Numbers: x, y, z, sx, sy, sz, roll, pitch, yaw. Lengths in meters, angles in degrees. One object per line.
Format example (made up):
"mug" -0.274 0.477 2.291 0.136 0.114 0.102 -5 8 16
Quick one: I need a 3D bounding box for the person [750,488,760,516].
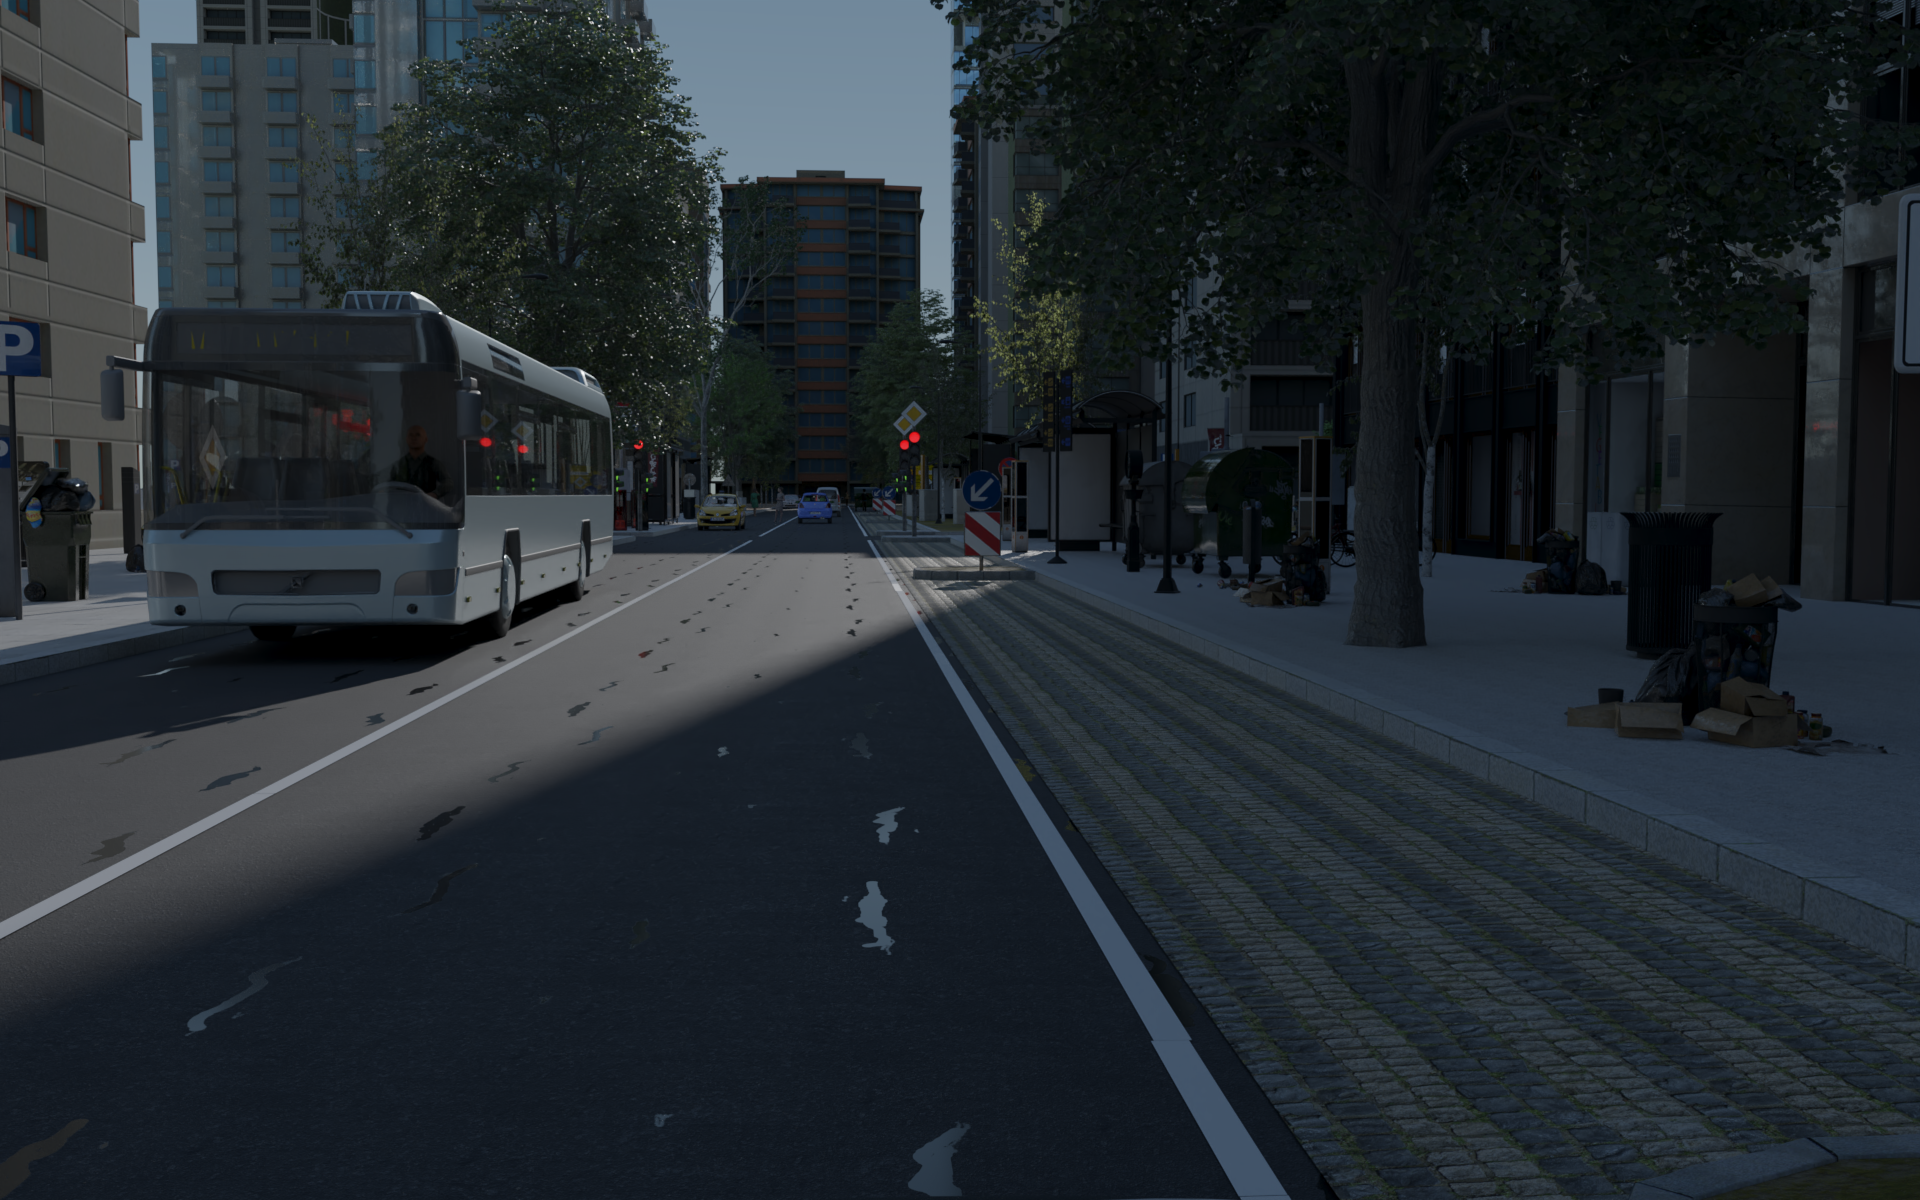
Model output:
"person" -13.175 -6.257 111.045 0.600 1.795 0.529 0 4 5

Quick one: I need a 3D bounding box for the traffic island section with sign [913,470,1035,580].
"traffic island section with sign" 0.205 -1.281 29.567 1.989 1.847 2.006 0 4 -4

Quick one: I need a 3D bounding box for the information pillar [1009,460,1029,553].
"information pillar" 1.314 -2.048 37.979 0.304 2.012 0.304 -1 4 -14

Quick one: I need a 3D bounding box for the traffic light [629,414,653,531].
"traffic light" -10.988 -4.316 59.495 0.839 4.253 0.868 0 4 -4

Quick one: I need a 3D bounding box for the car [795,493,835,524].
"car" -7.152 -4.635 85.371 1.945 1.707 3.694 0 4 -5

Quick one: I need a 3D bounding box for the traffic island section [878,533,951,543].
"traffic island section" -1.360 -1.835 52.281 2.009 0.180 2.903 0 4 -4

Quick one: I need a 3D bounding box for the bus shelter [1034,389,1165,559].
"bus shelter" 2.923 -2.594 36.330 2.014 3.302 5.546 0 4 -4

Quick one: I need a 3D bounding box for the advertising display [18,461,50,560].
"advertising display" -18.255 -1.754 33.891 0.974 1.923 0.123 1 4 11

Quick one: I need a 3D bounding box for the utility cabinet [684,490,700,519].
"utility cabinet" -13.717 -4.893 88.676 0.318 1.500 1.173 -2 4 -34

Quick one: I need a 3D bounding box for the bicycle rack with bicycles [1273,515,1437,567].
"bicycle rack with bicycles" 7.058 -1.085 31.119 2.925 0.926 2.852 1 4 9

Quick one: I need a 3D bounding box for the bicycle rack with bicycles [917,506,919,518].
"bicycle rack with bicycles" -1.107 -4.866 92.947 2.925 0.926 2.852 -2 4 -32

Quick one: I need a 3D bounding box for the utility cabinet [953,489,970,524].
"utility cabinet" 0.299 -3.921 72.791 1.173 1.500 0.318 -2 4 -31

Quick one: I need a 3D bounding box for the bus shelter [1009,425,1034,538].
"bus shelter" 2.603 -3.293 47.758 2.014 3.302 5.546 0 4 -4

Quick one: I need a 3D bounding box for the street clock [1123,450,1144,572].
"street clock" 2.857 -1.464 28.504 0.358 2.002 0.471 0 4 -6

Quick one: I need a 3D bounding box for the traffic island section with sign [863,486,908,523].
"traffic island section with sign" -3.596 -4.658 84.788 1.989 1.847 2.006 0 4 -4

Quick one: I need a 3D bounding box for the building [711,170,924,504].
"building" -19.608 -35.608 236.816 28.867 44.769 22.147 0 4 -4

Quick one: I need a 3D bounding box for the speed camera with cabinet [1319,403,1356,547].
"speed camera with cabinet" 8.499 -2.638 37.460 2.038 3.252 0.660 3 5 44

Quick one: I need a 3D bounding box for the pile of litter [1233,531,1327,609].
"pile of litter" 3.738 -0.384 20.247 1.176 0.858 1.719 2 4 34

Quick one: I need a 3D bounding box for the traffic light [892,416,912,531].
"traffic light" -1.949 -4.355 60.130 0.839 4.253 0.868 0 4 -4

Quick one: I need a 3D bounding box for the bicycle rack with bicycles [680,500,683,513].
"bicycle rack with bicycles" -18.541 -6.270 115.893 2.925 0.926 2.852 2 4 35

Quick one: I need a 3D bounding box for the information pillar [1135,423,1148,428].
"information pillar" 5.022 -3.466 48.017 0.183 3.616 0.504 -2 4 -33

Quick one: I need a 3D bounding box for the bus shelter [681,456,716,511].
"bus shelter" -16.600 -7.281 110.333 1.731 3.624 6.357 0 4 -4

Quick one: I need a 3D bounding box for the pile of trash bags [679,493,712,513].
"pile of trash bags" -18.230 -6.705 119.384 3.447 1.369 1.912 3 5 39

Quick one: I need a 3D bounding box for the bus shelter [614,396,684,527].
"bus shelter" -12.916 -5.764 71.865 2.179 5.291 8.768 0 4 -4

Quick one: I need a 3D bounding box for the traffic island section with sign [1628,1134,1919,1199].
"traffic island section with sign" 2.068 0.379 2.436 1.989 1.847 2.006 0 4 -4

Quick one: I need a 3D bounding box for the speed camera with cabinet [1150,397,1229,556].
"speed camera with cabinet" 4.845 -2.538 35.835 0.660 3.252 2.038 -3 5 -43

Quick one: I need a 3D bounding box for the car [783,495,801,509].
"car" -16.592 -9.642 170.016 2.083 1.381 4.827 0 4 -4

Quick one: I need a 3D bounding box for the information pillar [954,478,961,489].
"information pillar" -0.097 -4.476 77.676 0.304 2.012 0.304 0 4 5

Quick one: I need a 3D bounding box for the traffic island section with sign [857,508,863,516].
"traffic island section with sign" -5.481 -6.332 112.157 1.989 1.847 2.006 0 4 -4

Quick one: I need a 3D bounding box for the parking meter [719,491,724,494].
"parking meter" -17.141 -7.113 124.700 0.372 1.533 0.369 0 3 0

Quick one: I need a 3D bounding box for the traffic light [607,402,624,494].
"traffic light" -10.440 -3.829 51.528 0.839 4.253 0.868 0 4 -4

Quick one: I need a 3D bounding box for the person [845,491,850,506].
"person" -13.650 -12.306 209.800 0.705 1.812 1.348 1 4 22

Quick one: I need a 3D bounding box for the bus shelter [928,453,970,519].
"bus shelter" -0.500 -5.705 87.198 2.014 3.302 5.546 0 4 -4

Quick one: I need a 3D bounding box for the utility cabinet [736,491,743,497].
"utility cabinet" -16.878 -7.535 131.880 0.318 1.500 1.173 1 4 10

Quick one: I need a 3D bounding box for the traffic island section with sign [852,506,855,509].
"traffic island section with sign" -8.885 -9.366 161.763 1.989 1.847 2.006 0 4 -4

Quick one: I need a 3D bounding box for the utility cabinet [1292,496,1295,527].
"utility cabinet" 12.776 -3.498 68.352 0.306 1.237 1.020 -2 4 -25

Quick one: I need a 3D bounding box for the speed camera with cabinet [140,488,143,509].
"speed camera with cabinet" -24.161 -3.445 50.659 0.660 3.252 2.038 -3 5 -40

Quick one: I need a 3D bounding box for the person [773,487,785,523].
"person" -9.065 -4.764 86.730 0.599 1.781 0.374 3 4 37

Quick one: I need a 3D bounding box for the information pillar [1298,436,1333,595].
"information pillar" 4.533 -1.078 22.121 0.304 2.012 0.304 -2 4 -29

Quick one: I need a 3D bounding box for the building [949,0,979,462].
"building" 10.389 -56.548 237.230 31.000 86.520 22.319 0 4 -4

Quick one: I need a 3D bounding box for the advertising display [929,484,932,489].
"advertising display" -1.510 -6.268 107.697 0.974 1.923 0.123 -3 5 -43

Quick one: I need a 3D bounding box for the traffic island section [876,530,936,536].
"traffic island section" -1.908 -2.322 60.247 2.009 0.180 2.903 0 4 -4

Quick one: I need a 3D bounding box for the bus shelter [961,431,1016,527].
"bus shelter" 1.102 -4.668 67.597 1.731 3.624 6.357 0 4 -4

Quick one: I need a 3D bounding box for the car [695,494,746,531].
"car" -9.540 -3.613 69.289 2.015 1.641 3.980 0 4 -3

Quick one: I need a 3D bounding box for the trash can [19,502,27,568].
"trash can" -16.537 -1.143 30.348 0.748 1.137 0.748 0 3 0

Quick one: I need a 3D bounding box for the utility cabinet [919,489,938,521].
"utility cabinet" -1.469 -4.473 81.815 0.318 1.500 1.173 2 4 32

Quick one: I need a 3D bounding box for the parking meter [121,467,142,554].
"parking meter" -17.893 -1.939 37.417 0.255 1.863 0.399 0 4 0

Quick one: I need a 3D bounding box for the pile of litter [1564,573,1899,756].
"pile of litter" 4.003 0.291 9.200 1.176 0.858 1.719 -1 4 -17

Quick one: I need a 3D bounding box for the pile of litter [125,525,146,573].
"pile of litter" -13.240 -0.922 29.034 1.176 0.858 1.719 1 4 22

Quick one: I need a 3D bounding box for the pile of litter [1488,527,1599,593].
"pile of litter" 7.819 -0.520 22.475 1.176 0.858 1.719 -3 5 -45

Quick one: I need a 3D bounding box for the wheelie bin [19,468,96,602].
"wheelie bin" -10.858 -0.794 20.888 0.693 1.594 0.980 0 4 -6

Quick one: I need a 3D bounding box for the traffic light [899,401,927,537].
"traffic light" -1.401 -3.868 52.164 0.839 4.253 0.868 0 4 -4

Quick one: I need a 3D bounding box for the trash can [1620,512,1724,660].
"trash can" 5.527 -0.113 13.495 0.748 1.137 0.748 0 3 0

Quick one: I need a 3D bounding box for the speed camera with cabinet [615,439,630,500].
"speed camera with cabinet" -12.939 -4.187 62.797 2.038 3.252 0.660 2 4 28

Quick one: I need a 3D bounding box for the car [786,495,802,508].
"car" -16.879 -10.039 176.720 1.945 1.354 3.894 0 4 -4

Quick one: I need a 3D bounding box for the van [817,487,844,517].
"van" -8.342 -6.259 109.344 2.013 2.044 4.112 0 4 -4

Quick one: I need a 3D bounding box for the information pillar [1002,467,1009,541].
"information pillar" 1.351 -2.612 47.203 0.304 2.012 0.304 2 4 28

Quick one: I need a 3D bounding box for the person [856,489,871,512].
"person" -7.694 -7.994 138.832 1.348 1.869 0.705 -3 4 -37

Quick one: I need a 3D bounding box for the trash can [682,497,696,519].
"trash can" -13.679 -4.642 87.551 0.748 1.137 0.748 0 3 0

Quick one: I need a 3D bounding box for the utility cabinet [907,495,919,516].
"utility cabinet" -2.740 -5.489 100.902 0.306 1.237 1.020 -2 4 -35
